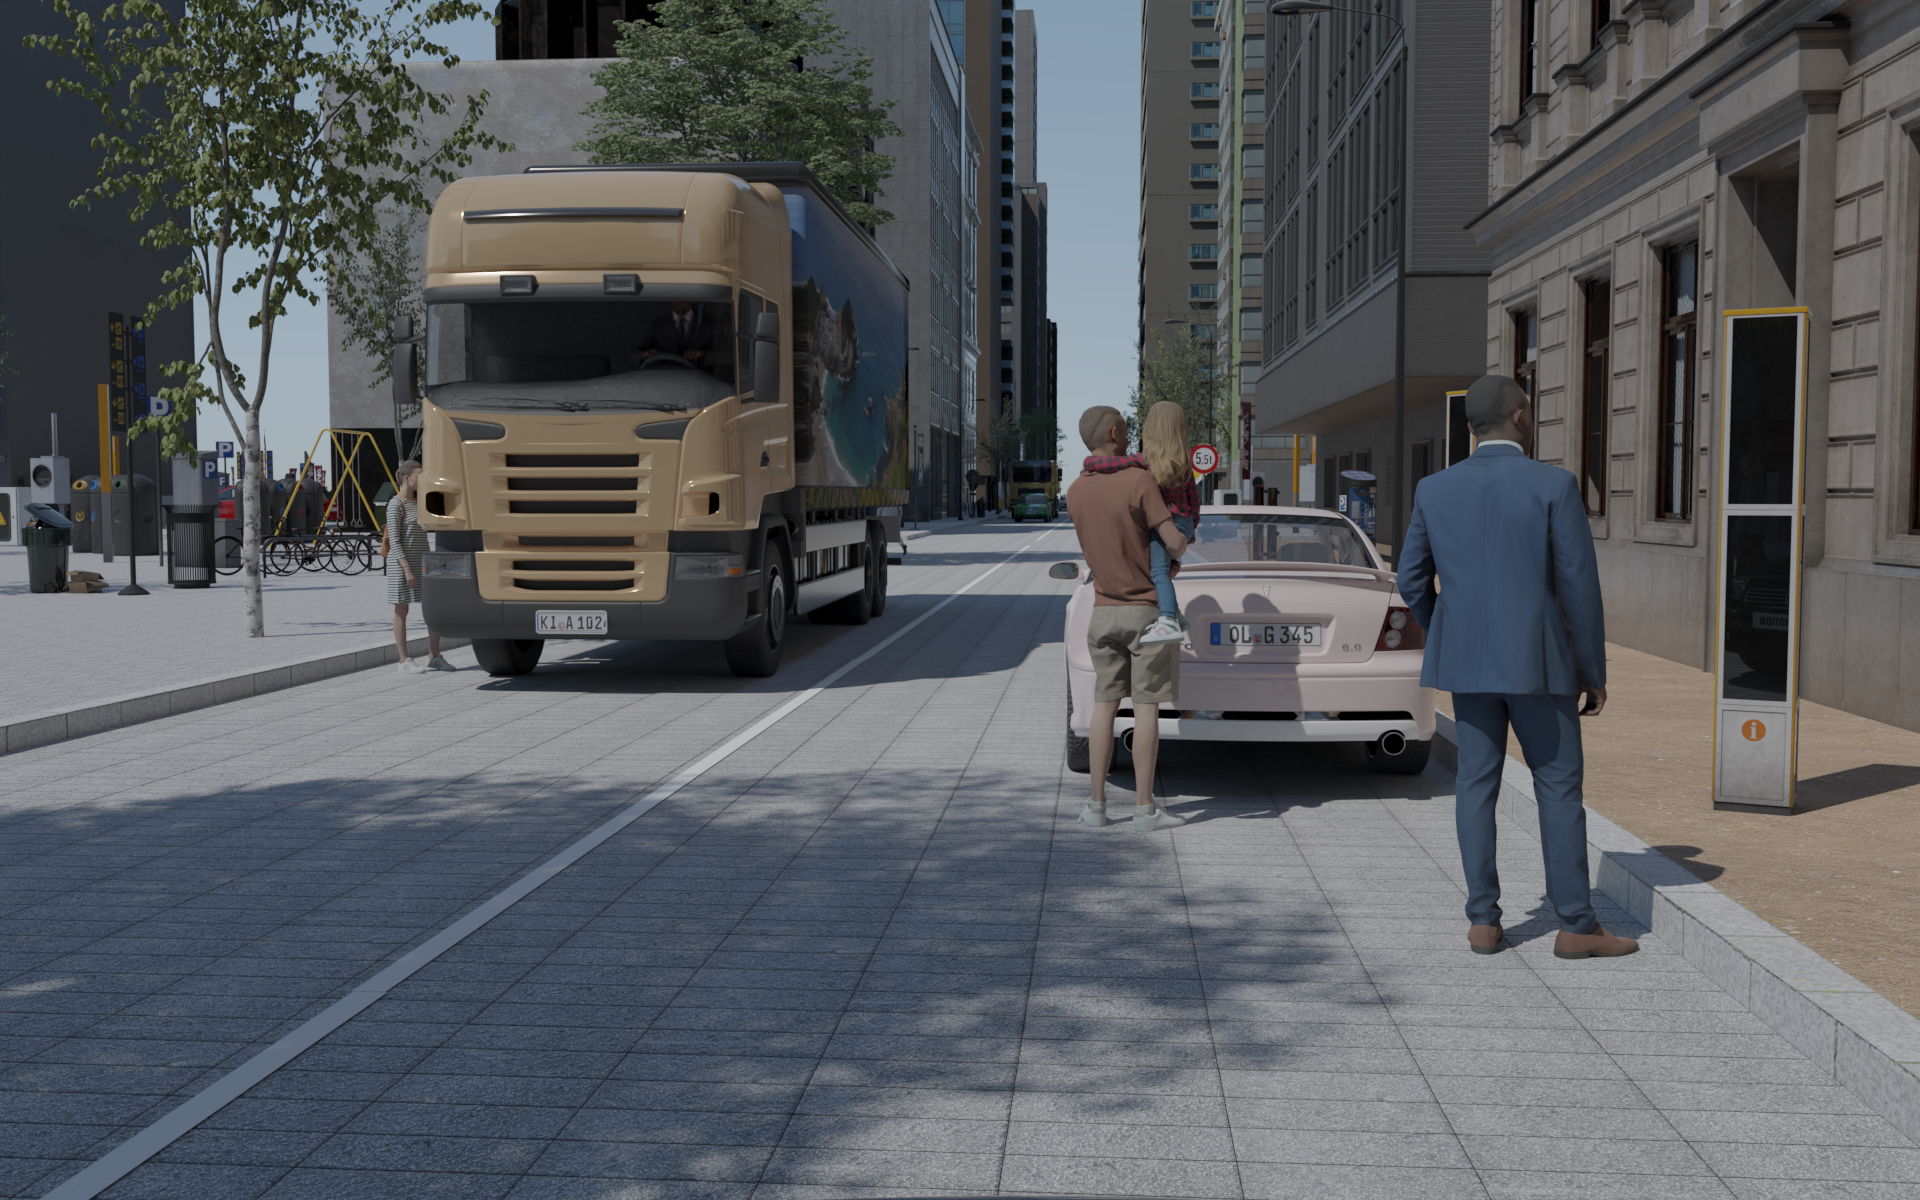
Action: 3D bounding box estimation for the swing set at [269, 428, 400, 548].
[{"bbox_3d":[-15.075,-2.749,42.564,2.862,2.851,3.119,0,4,0],"label":"swing set"}]

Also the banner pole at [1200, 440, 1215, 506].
[{"bbox_3d":[11.473,-5.507,80.061,0.863,3.779,0.401,0,4,7],"label":"banner pole"}]

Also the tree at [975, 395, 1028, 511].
[{"bbox_3d":[2.975,-10.870,128.093,4.360,8.622,3.978,0,3,0],"label":"tree"}]

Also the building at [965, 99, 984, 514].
[{"bbox_3d":[-5.842,-19.721,108.343,13.634,28.700,20.117,0,4,5],"label":"building"}]

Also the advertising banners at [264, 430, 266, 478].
[{"bbox_3d":[-19.129,-3.154,47.757,0.090,3.025,2.074,-1,4,-20],"label":"advertising banners"}]

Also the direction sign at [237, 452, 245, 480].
[{"bbox_3d":[-38.273,-6.131,92.244,0.876,3.537,0.379,3,5,42],"label":"direction sign"}]

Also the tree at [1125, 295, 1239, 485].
[{"bbox_3d":[8.321,-6.915,63.428,4.360,8.622,3.978,0,3,0],"label":"tree"}]

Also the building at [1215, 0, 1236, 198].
[{"bbox_3d":[29.961,-25.886,115.122,32.217,40.220,23.993,0,4,5],"label":"building"}]

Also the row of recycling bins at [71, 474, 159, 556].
[{"bbox_3d":[-18.061,-1.832,37.058,1.069,1.692,3.534,-3,5,-43],"label":"row of recycling bins"}]

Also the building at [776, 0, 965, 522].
[{"bbox_3d":[-6.544,-16.541,88.464,12.078,24.808,19.932,0,4,5],"label":"building"}]

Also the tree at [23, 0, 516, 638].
[{"bbox_3d":[-6.278,-3.984,15.502,4.737,8.622,4.395,0,3,0],"label":"tree"}]

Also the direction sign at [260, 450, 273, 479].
[{"bbox_3d":[-36.075,-5.993,89.989,0.876,3.537,0.379,1,4,11],"label":"direction sign"}]

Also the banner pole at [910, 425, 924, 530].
[{"bbox_3d":[-1.505,-4.451,62.787,0.401,3.779,0.863,2,4,28],"label":"banner pole"}]

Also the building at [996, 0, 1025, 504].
[{"bbox_3d":[-3.965,-53.230,182.974,22.319,86.520,31.000,0,4,5],"label":"building"}]

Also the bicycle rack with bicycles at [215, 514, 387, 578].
[{"bbox_3d":[-10.387,-0.867,27.562,2.925,0.926,2.852,-2,4,-25],"label":"bicycle rack with bicycles"}]

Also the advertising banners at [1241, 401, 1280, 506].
[{"bbox_3d":[5.806,-2.287,33.574,0.090,3.025,2.074,2,4,31],"label":"advertising banners"}]

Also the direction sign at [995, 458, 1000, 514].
[{"bbox_3d":[2.380,-7.165,109.137,0.379,3.537,0.876,1,4,17],"label":"direction sign"}]

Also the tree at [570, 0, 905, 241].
[{"bbox_3d":[-4.597,-7.157,35.137,7.486,12.596,7.792,0,3,0],"label":"tree"}]

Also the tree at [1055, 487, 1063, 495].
[{"bbox_3d":[14.644,-16.288,260.910,1.663,3.219,1.824,0,3,0],"label":"tree"}]

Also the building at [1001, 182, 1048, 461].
[{"bbox_3d":[3.885,-32.891,221.355,14.154,41.232,14.086,0,4,5],"label":"building"}]

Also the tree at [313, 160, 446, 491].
[{"bbox_3d":[-12.108,-5.372,38.187,4.360,8.622,3.978,0,3,0],"label":"tree"}]

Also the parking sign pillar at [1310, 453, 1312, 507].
[{"bbox_3d":[16.625,-5.529,78.878,1.447,3.967,1.447,3,4,38],"label":"parking sign pillar"}]

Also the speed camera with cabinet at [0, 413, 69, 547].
[{"bbox_3d":[-22.861,-2.941,42.417,2.038,3.252,0.660,1,4,14],"label":"speed camera with cabinet"}]

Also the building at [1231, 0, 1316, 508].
[{"bbox_3d":[20.775,-24.674,87.022,14.154,41.232,14.086,0,4,5],"label":"building"}]

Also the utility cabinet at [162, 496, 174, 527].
[{"bbox_3d":[-30.709,-3.405,66.827,1.020,1.237,0.306,-2,4,-34],"label":"utility cabinet"}]

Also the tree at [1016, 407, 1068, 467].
[{"bbox_3d":[8.978,-17.125,205.753,9.928,11.665,9.643,0,3,0],"label":"tree"}]

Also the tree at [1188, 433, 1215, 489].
[{"bbox_3d":[11.055,-6.155,84.354,4.285,4.588,4.351,0,3,0],"label":"tree"}]

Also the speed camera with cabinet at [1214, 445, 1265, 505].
[{"bbox_3d":[11.269,-4.617,69.827,2.038,3.252,0.660,-1,4,-21],"label":"speed camera with cabinet"}]

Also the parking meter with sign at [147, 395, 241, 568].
[{"bbox_3d":[-13.376,-2.081,30.289,1.738,3.016,0.543,1,4,22],"label":"parking meter with sign"}]

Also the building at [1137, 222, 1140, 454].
[{"bbox_3d":[38.967,-39.804,270.402,23.786,49.044,30.456,0,4,5],"label":"building"}]

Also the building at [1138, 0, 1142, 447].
[{"bbox_3d":[30.019,-39.484,187.566,21.231,58.520,28.212,0,4,5],"label":"building"}]

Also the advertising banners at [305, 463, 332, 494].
[{"bbox_3d":[-35.644,-6.174,97.129,2.074,3.025,0.090,-2,4,-35],"label":"advertising banners"}]

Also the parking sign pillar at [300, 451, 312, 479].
[{"bbox_3d":[-40.606,-7.289,107.649,1.447,3.967,1.447,-3,4,-36],"label":"parking sign pillar"}]

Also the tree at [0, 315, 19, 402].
[{"bbox_3d":[-27.459,-5.842,45.872,4.360,8.622,3.978,0,3,0],"label":"tree"}]

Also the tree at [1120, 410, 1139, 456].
[{"bbox_3d":[21.373,-17.628,213.968,9.928,11.665,9.643,0,3,0],"label":"tree"}]

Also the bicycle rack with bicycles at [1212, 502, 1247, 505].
[{"bbox_3d":[11.528,-3.738,74.506,2.925,0.926,2.852,-2,4,-27],"label":"bicycle rack with bicycles"}]

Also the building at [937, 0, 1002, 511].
[{"bbox_3d":[-4.042,-29.780,137.008,14.600,45.320,14.200,0,4,5],"label":"building"}]

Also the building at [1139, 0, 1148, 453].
[{"bbox_3d":[25.587,-31.616,140.619,21.300,48.544,21.600,0,4,5],"label":"building"}]

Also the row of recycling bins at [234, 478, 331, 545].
[{"bbox_3d":[-17.654,-2.310,44.878,1.069,1.692,3.534,0,4,8],"label":"row of recycling bins"}]

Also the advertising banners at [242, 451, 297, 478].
[{"bbox_3d":[-26.558,-4.317,66.776,2.074,3.025,0.090,-1,4,-11],"label":"advertising banners"}]

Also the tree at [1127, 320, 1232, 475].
[{"bbox_3d":[9.047,-7.532,73.513,4.737,8.622,4.395,0,3,0],"label":"tree"}]

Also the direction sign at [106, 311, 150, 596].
[{"bbox_3d":[-10.522,-1.832,21.949,0.379,3.537,0.876,0,4,2],"label":"direction sign"}]

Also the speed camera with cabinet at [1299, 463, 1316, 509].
[{"bbox_3d":[11.347,-3.667,54.291,0.660,3.252,2.038,3,4,38],"label":"speed camera with cabinet"}]

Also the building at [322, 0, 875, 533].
[{"bbox_3d":[-11.763,-12.045,64.393,16.820,18.784,16.811,0,4,5],"label":"building"}]

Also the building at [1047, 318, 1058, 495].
[{"bbox_3d":[8.561,-31.121,280.530,14.160,30.474,14.107,0,4,5],"label":"building"}]

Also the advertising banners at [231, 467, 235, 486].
[{"bbox_3d":[-46.301,-7.026,111.061,0.090,3.025,2.074,0,4,0],"label":"advertising banners"}]

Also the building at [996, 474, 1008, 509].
[{"bbox_3d":[-11.401,-28.442,156.905,32.217,40.220,23.993,0,4,5],"label":"building"}]

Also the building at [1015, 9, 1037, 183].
[{"bbox_3d":[3.443,-50.402,262.327,20.563,71.187,20.611,0,4,5],"label":"building"}]
